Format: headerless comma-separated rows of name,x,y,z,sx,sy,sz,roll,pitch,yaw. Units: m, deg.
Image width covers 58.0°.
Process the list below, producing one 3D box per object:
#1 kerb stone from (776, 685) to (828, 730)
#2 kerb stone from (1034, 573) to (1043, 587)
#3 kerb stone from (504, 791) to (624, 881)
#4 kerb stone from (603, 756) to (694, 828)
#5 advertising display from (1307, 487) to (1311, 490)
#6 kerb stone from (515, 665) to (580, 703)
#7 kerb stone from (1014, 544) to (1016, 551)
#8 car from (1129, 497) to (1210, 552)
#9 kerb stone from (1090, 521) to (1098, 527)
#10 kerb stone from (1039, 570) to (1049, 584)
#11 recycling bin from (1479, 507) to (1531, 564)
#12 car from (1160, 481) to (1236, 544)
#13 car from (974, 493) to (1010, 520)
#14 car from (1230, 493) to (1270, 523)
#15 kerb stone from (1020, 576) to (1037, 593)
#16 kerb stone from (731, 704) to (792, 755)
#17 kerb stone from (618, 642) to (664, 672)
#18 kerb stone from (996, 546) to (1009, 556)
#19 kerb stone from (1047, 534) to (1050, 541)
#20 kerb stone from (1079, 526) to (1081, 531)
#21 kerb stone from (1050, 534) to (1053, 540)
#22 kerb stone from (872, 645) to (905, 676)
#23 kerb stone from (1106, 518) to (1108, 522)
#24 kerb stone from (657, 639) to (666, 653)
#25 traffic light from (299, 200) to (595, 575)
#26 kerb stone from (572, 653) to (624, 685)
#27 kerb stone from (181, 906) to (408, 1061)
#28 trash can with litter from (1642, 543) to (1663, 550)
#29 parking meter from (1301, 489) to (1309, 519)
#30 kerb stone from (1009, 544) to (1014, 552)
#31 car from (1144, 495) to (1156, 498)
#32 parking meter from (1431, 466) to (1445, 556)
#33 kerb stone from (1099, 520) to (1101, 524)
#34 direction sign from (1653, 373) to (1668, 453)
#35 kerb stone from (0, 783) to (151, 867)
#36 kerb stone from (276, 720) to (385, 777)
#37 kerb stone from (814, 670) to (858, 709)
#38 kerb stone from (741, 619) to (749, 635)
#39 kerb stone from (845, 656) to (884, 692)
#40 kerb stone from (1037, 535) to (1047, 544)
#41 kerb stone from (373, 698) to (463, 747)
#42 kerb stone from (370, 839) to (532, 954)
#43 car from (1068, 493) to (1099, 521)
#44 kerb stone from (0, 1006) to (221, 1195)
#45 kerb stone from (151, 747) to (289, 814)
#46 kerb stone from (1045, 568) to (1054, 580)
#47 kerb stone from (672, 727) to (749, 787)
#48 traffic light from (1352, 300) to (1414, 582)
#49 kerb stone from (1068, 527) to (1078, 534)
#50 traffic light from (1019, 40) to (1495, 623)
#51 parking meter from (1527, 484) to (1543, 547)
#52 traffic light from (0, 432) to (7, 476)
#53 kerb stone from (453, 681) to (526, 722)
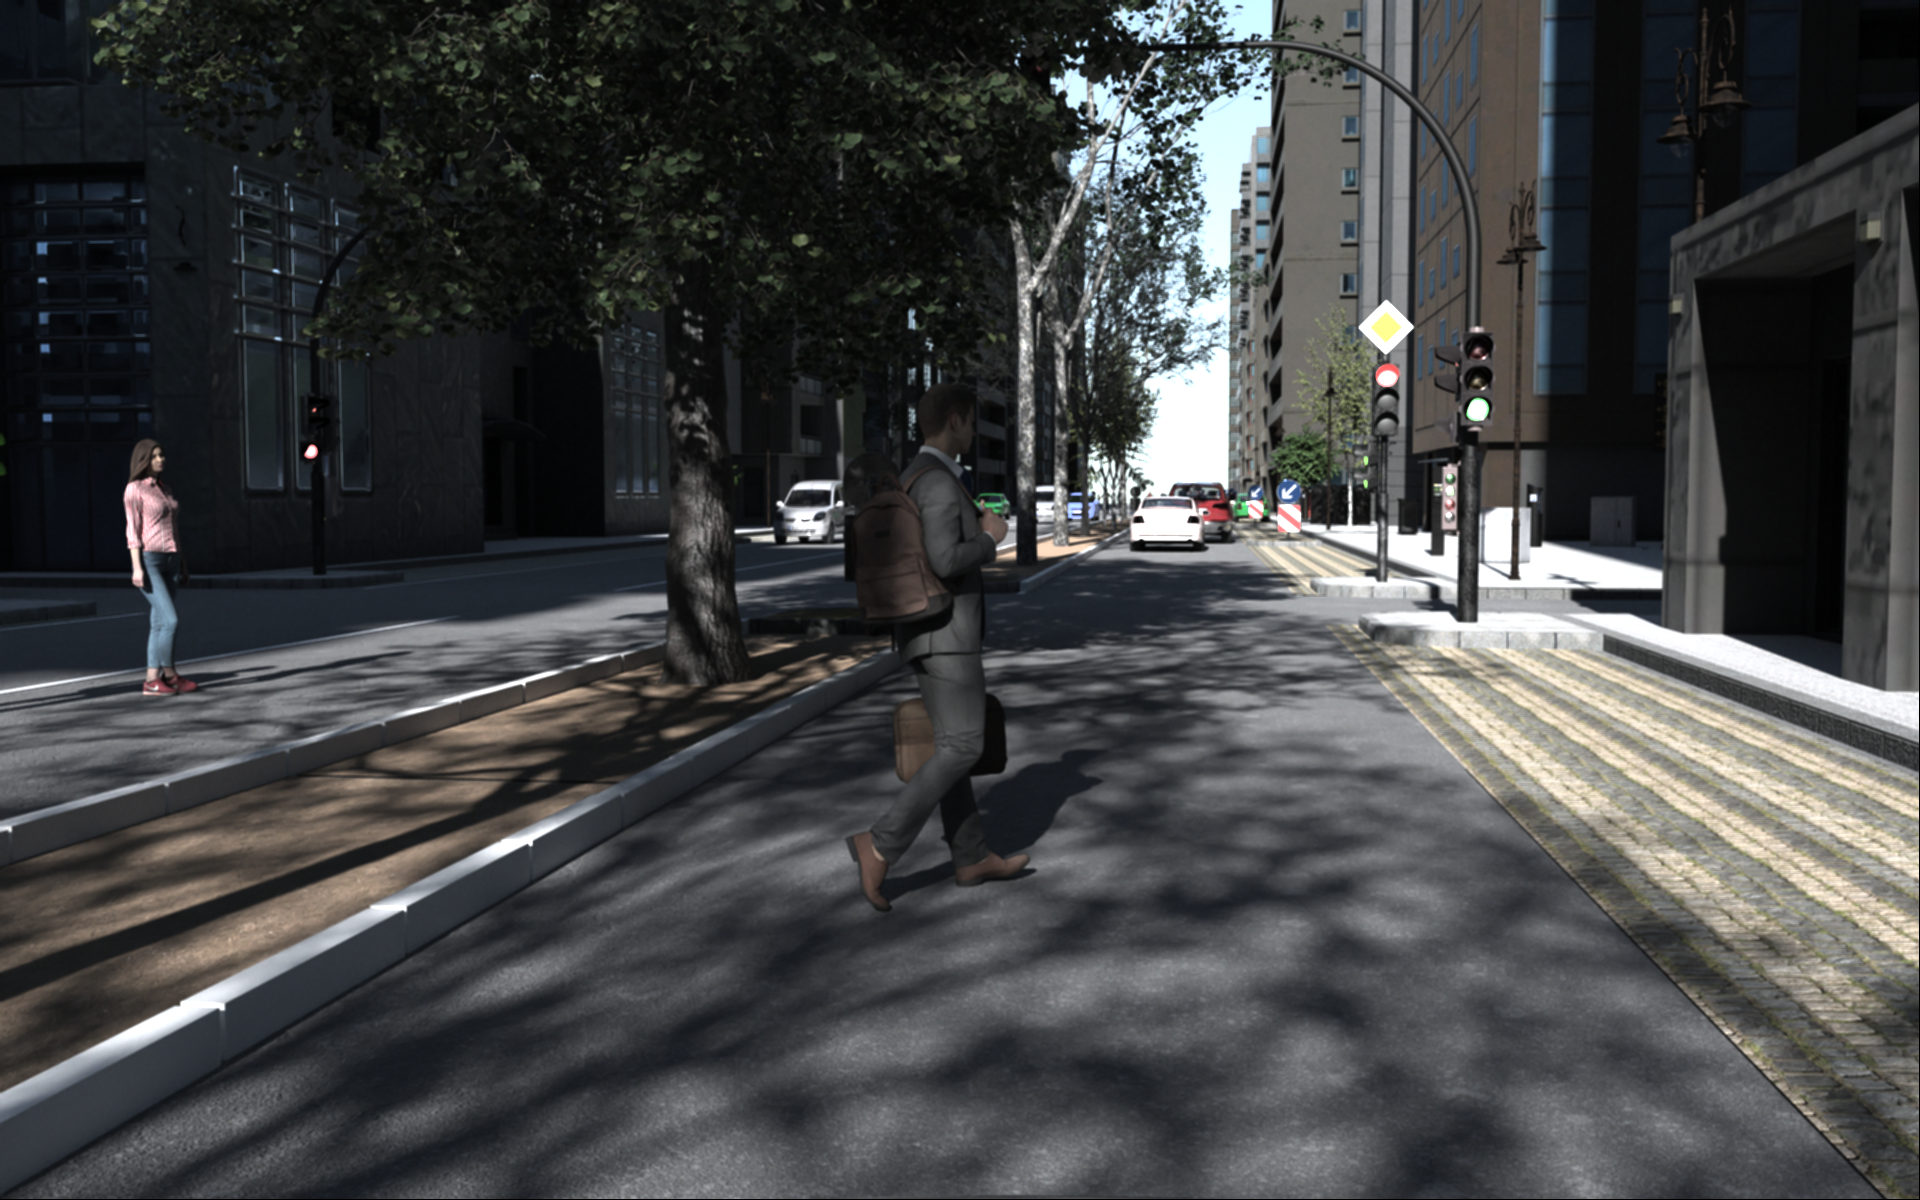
kerb stone,-1.020,0.687,10.970,0.120,0.150,1.000,0,4,8
kerb stone,1.136,-0.272,26.705,0.120,0.150,1.000,0,4,8
kerb stone,-1.574,0.935,6.913,0.120,0.150,1.000,0,4,8
kerb stone,-1.432,0.877,7.925,0.120,0.150,1.000,0,4,8
advertising display,19.973,-5.760,99.390,0.123,1.923,0.974,0,4,1
kerb stone,-2.950,0.606,12.282,0.120,0.150,1.000,0,4,8
kerb stone,1.281,-1.288,43.257,0.120,0.150,1.000,0,4,8
car,5.373,-1.972,44.612,2.083,1.381,4.827,1,4,9
kerb stone,6.004,-3.401,77.809,0.120,0.150,1.000,0,4,8
kerb stone,1.281,-0.338,27.717,0.120,0.150,1.000,0,4,8
recycling bin,10.150,-1.206,32.273,0.722,1.027,0.722,3,5,43
car,7.097,-2.633,51.718,2.281,1.827,5.304,1,4,8
car,1.719,-5.349,96.256,1.959,1.807,4.718,1,4,9
car,14.687,-4.825,87.678,1.959,1.807,4.718,0,4,6
kerb stone,0.996,-0.213,25.693,0.120,0.150,1.000,0,4,8
kerb stone,-1.155,0.751,9.954,0.120,0.150,1.000,0,4,8
kerb stone,-2.674,0.485,14.311,0.120,0.150,1.000,0,4,8
kerb stone,1.001,-1.159,41.230,0.120,0.150,1.000,0,4,8
kerb stone,2.532,-1.846,52.414,0.120,0.150,1.000,0,4,8
kerb stone,4.474,-2.718,66.640,0.120,0.150,1.000,0,4,8
kerb stone,2.675,-1.911,53.441,0.120,0.150,1.000,0,4,8
kerb stone,-0.603,0.500,14.014,0.120,0.150,1.000,0,4,8
kerb stone,7.114,-3.894,85.928,0.120,0.150,1.000,0,4,8
kerb stone,-2.538,0.420,15.324,0.120,0.150,1.000,0,4,8
traffic light,-8.077,-3.210,27.159,4.771,5.953,1.251,0,4,8
kerb stone,-2.823,0.544,13.296,0.120,0.150,1.000,0,4,8
kerb stone,-1.846,1.062,4.875,0.120,0.150,1.000,0,4,8
trash can with litter,16.749,-1.741,39.527,1.678,1.210,2.233,-3,5,-40
parking meter,17.577,-4.879,88.185,0.372,1.533,0.369,0,3,0
kerb stone,1.139,-1.226,42.245,0.120,0.150,1.000,0,4,8
car,27.363,-14.408,248.157,1.945,1.354,3.894,1,4,8
parking meter,9.972,-1.859,36.110,0.255,1.863,0.399,1,4,14
kerb stone,6.278,-3.525,79.836,0.120,0.150,1.000,0,4,8
direction sign,13.403,-2.467,32.326,0.876,3.537,0.379,2,4,29
kerb stone,-3.650,0.918,7.188,0.120,0.150,1.000,0,4,8
kerb stone,-3.370,0.796,9.227,0.120,0.150,1.000,0,4,8
kerb stone,-0.878,0.625,11.983,0.120,0.150,1.000,0,4,8
kerb stone,-2.259,0.296,17.351,0.120,0.150,1.000,0,4,8
kerb stone,-0.737,0.564,12.998,0.120,0.150,1.000,0,4,8
kerb stone,2.397,-1.786,51.401,0.120,0.150,1.000,0,4,8
kerb stone,-3.226,0.731,10.248,0.120,0.150,1.000,0,4,8
kerb stone,-1.712,0.997,5.890,0.120,0.150,1.000,0,4,8
car,6.460,-5.056,92.256,1.945,1.707,3.694,1,4,10
kerb stone,-1.980,1.125,3.852,0.120,0.150,1.000,0,4,8
kerb stone,-3.510,0.858,8.208,0.120,0.150,1.000,0,4,8
kerb stone,1.414,-0.400,28.738,0.120,0.150,1.000,0,4,8
kerb stone,-1.292,0.811,8.938,0.120,0.150,1.000,0,4,8
traffic light,6.150,-2.219,25.201,0.839,4.253,0.868,0,4,8
kerb stone,4.199,-2.594,64.612,0.120,0.150,1.000,0,4,8
traffic light,2.984,-2.616,17.431,4.771,5.953,1.251,0,4,8
parking meter,13.944,-2.057,42.039,0.372,1.533,0.369,0,3,0
traffic light,-11.244,-1.870,19.495,0.839,4.253,0.868,0,4,8
kerb stone,-3.094,0.670,11.270,0.120,0.150,1.000,0,4,8
